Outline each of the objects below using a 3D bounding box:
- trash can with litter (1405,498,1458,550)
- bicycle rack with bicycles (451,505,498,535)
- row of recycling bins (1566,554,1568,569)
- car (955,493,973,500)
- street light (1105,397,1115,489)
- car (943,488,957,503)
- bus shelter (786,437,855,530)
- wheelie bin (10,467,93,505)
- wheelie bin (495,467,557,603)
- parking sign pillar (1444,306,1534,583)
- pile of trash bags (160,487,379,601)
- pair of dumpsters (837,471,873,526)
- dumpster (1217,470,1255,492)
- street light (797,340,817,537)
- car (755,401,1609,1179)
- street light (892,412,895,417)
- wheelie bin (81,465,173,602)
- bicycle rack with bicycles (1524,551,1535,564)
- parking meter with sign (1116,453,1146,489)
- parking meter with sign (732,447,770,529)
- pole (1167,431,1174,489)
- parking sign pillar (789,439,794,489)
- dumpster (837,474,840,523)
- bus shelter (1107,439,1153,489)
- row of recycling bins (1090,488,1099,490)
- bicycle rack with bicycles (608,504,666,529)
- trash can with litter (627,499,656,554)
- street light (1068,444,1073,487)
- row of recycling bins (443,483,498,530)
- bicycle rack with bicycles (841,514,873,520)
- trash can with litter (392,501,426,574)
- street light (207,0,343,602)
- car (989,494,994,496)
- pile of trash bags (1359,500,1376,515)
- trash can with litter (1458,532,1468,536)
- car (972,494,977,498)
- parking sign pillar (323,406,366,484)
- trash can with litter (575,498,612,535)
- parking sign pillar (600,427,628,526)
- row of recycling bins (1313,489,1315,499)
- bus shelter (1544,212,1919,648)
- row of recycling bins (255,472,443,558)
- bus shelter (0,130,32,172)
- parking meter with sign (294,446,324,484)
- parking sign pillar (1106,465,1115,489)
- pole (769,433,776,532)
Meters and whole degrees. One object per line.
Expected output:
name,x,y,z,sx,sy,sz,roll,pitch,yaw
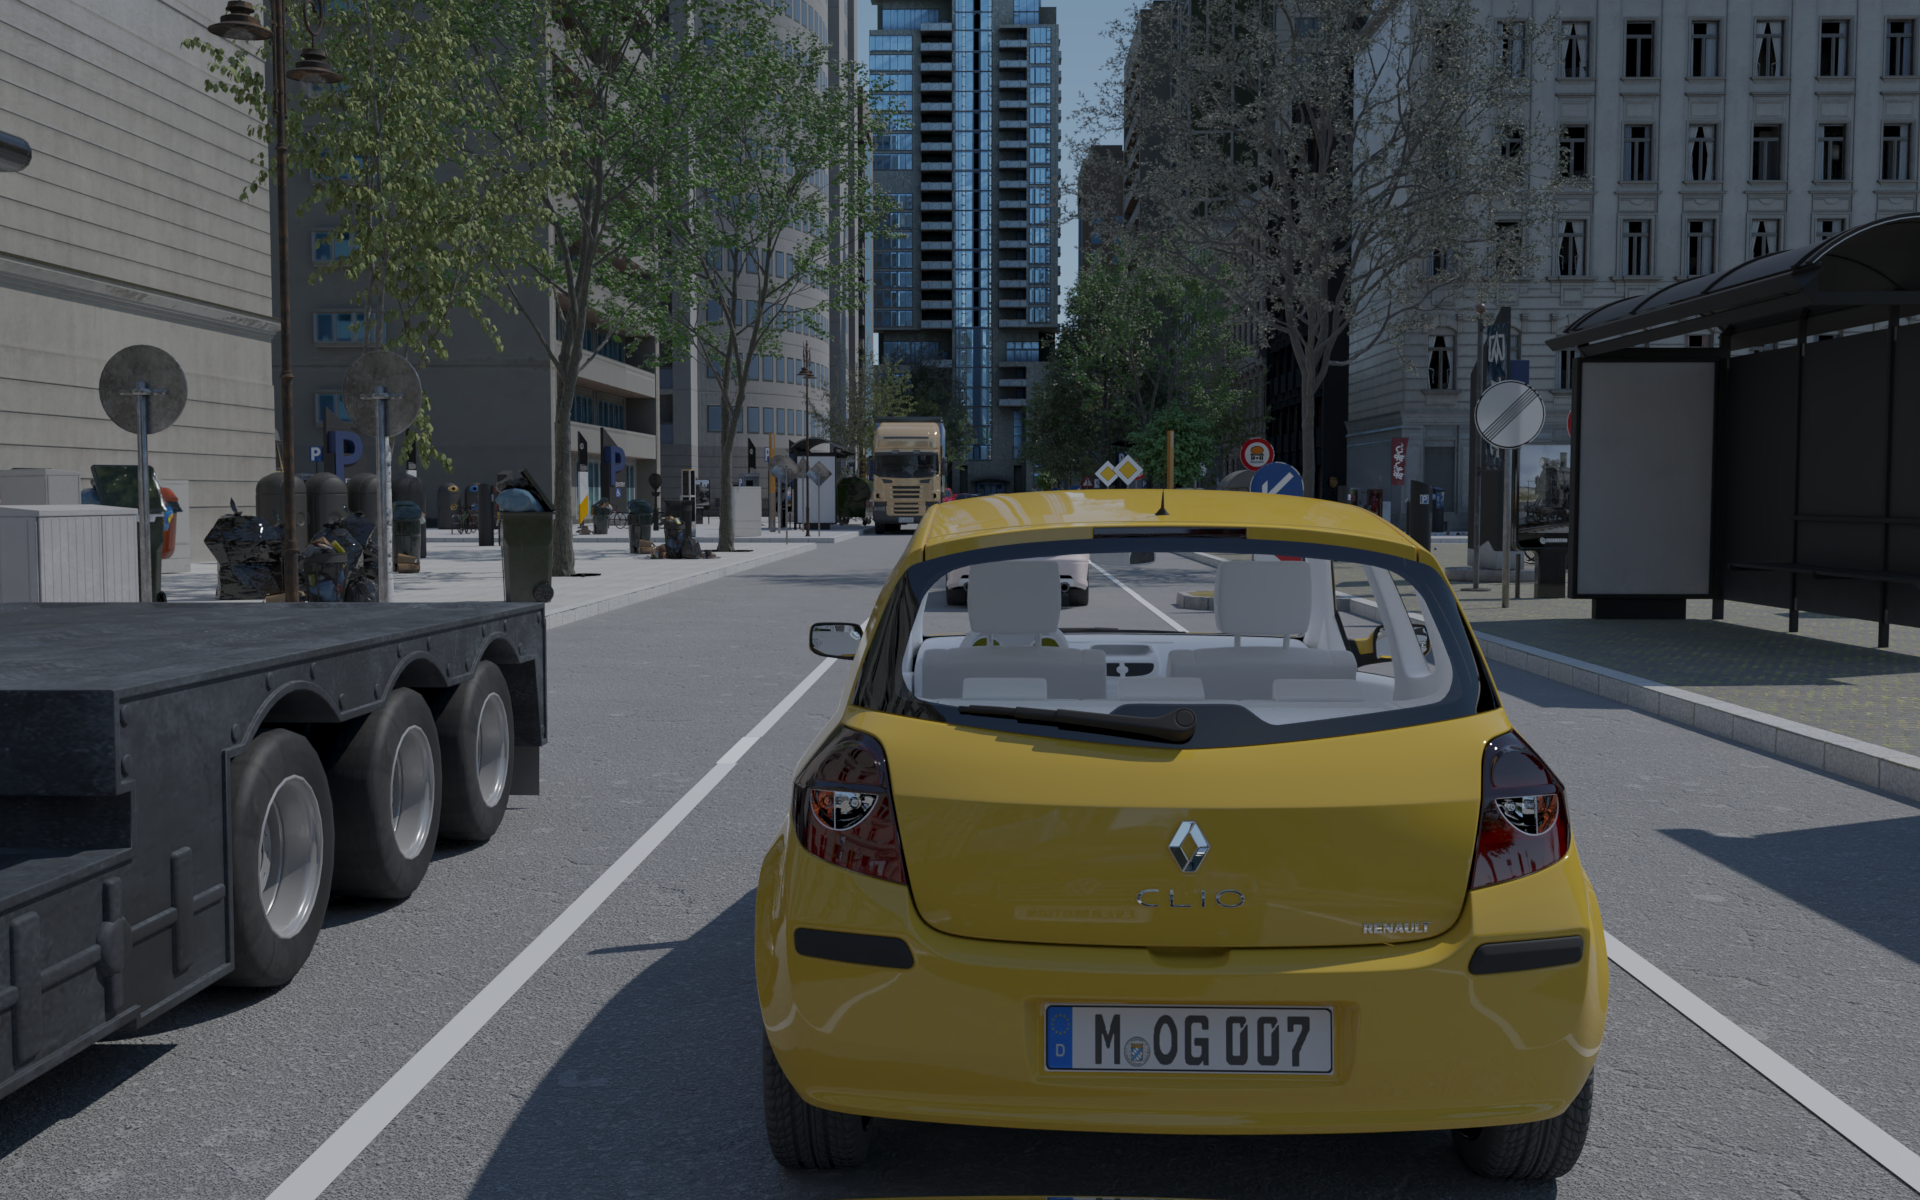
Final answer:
trash can with litter,10.189,-1.772,40.022,1.678,1.210,2.233,3,4,39
bicycle rack with bicycles,-15.302,-2.590,55.722,2.852,0.926,2.925,1,4,14
row of recycling bins,11.303,-1.311,28.547,1.069,1.692,3.534,-1,4,-23
car,0.346,-8.035,140.405,2.155,1.783,4.494,0,4,0
street light,7.091,-6.695,82.251,0.468,5.910,1.993,0,4,1
car,-1.275,-5.836,104.094,2.281,1.827,5.304,0,4,2
bus shelter,-5.124,-4.304,64.289,2.014,3.302,5.546,0,4,1
wheelie bin,-11.179,-0.797,20.945,0.693,1.594,0.980,1,4,15
wheelie bin,-5.155,-0.773,20.539,0.693,1.594,0.980,-1,4,-18
parking sign pillar,7.946,-2.272,25.617,1.447,3.967,1.447,0,4,-2
pile of trash bags,-8.891,-0.736,21.788,3.447,1.369,1.912,1,4,11
pair of dumpsters,-4.353,-4.261,72.156,1.574,2.255,4.437,0,4,1
dumpster,6.925,-2.193,41.619,1.264,1.857,1.865,0,4,1
street light,-4.599,-4.855,52.162,0.468,5.910,1.993,0,4,1
car,0.491,0.315,5.078,2.015,1.641,3.980,0,4,2
street light,-3.711,-7.595,96.968,0.468,5.910,1.993,0,4,1
wheelie bin,-9.038,-0.658,18.671,0.693,1.594,0.980,3,5,44
bicycle rack with bicycles,10.992,-1.142,32.048,2.925,0.926,2.852,1,4,16
parking meter with sign,7.460,-4.684,72.849,1.738,3.016,0.543,3,4,37
parking meter with sign,-7.761,-4.116,63.552,1.738,3.016,0.543,-2,4,-32
pole,6.784,-3.794,55.875,0.158,3.312,0.155,0,3,0
parking sign pillar,-7.718,-5.890,84.766,1.447,3.967,1.447,0,4,-4
dumpster,-5.841,-4.523,76.445,1.502,2.255,1.985,0,4,1
bus shelter,7.613,-5.251,77.137,1.731,3.624,6.357,0,4,1
row of recycling bins,9.470,-6.605,115.100,1.069,1.692,3.534,2,4,27
bicycle rack with bicycles,-11.789,-3.117,64.352,2.925,0.926,2.852,3,4,37
trash can with litter,-6.772,-1.582,37.258,0.624,1.170,1.055,-2,4,-27
street light,8.079,-9.400,126.473,0.468,5.910,1.993,0,4,1
row of recycling bins,-17.203,-3.420,63.032,3.534,1.692,1.069,-1,4,-11
bicycle rack with bicycles,-5.174,-4.296,83.622,2.925,0.926,2.852,0,4,-6
trash can with litter,-9.020,-1.040,28.396,0.624,1.170,1.055,-2,4,-24
street light,-5.487,-2.525,14.072,0.468,5.910,1.993,0,4,1
car,3.459,-9.787,170.240,2.015,1.641,3.980,0,4,1
pile of trash bags,27.981,-6.891,122.414,3.447,1.369,1.912,2,4,25
trash can with litter,15.860,-2.617,53.843,2.233,1.210,1.678,1,4,14
car,1.293,-10.518,183.978,2.014,1.417,4.499,0,4,1
parking sign pillar,-19.099,-3.995,53.796,1.447,3.967,1.447,2,4,28
trash can with litter,-11.536,-2.641,54.562,1.055,1.170,0.624,-2,4,-32
parking sign pillar,-14.083,-5.014,70.443,1.447,3.967,1.447,1,4,21
row of recycling bins,11.448,-3.440,63.362,3.534,1.692,1.069,-2,4,-23
bus shelter,6.999,-1.302,15.207,2.014,3.302,5.546,0,4,1
row of recycling bins,-11.859,-1.612,33.472,1.069,1.692,3.534,2,4,35
bus shelter,-6.583,-1.721,5.766,2.179,5.291,8.768,0,4,1
parking meter with sign,-23.805,-4.064,62.715,0.543,3.016,1.738,1,4,16
parking sign pillar,8.970,-6.960,102.269,1.447,3.967,1.447,1,4,11
pole,-6.307,-3.936,58.201,0.158,3.312,0.155,0,3,0
